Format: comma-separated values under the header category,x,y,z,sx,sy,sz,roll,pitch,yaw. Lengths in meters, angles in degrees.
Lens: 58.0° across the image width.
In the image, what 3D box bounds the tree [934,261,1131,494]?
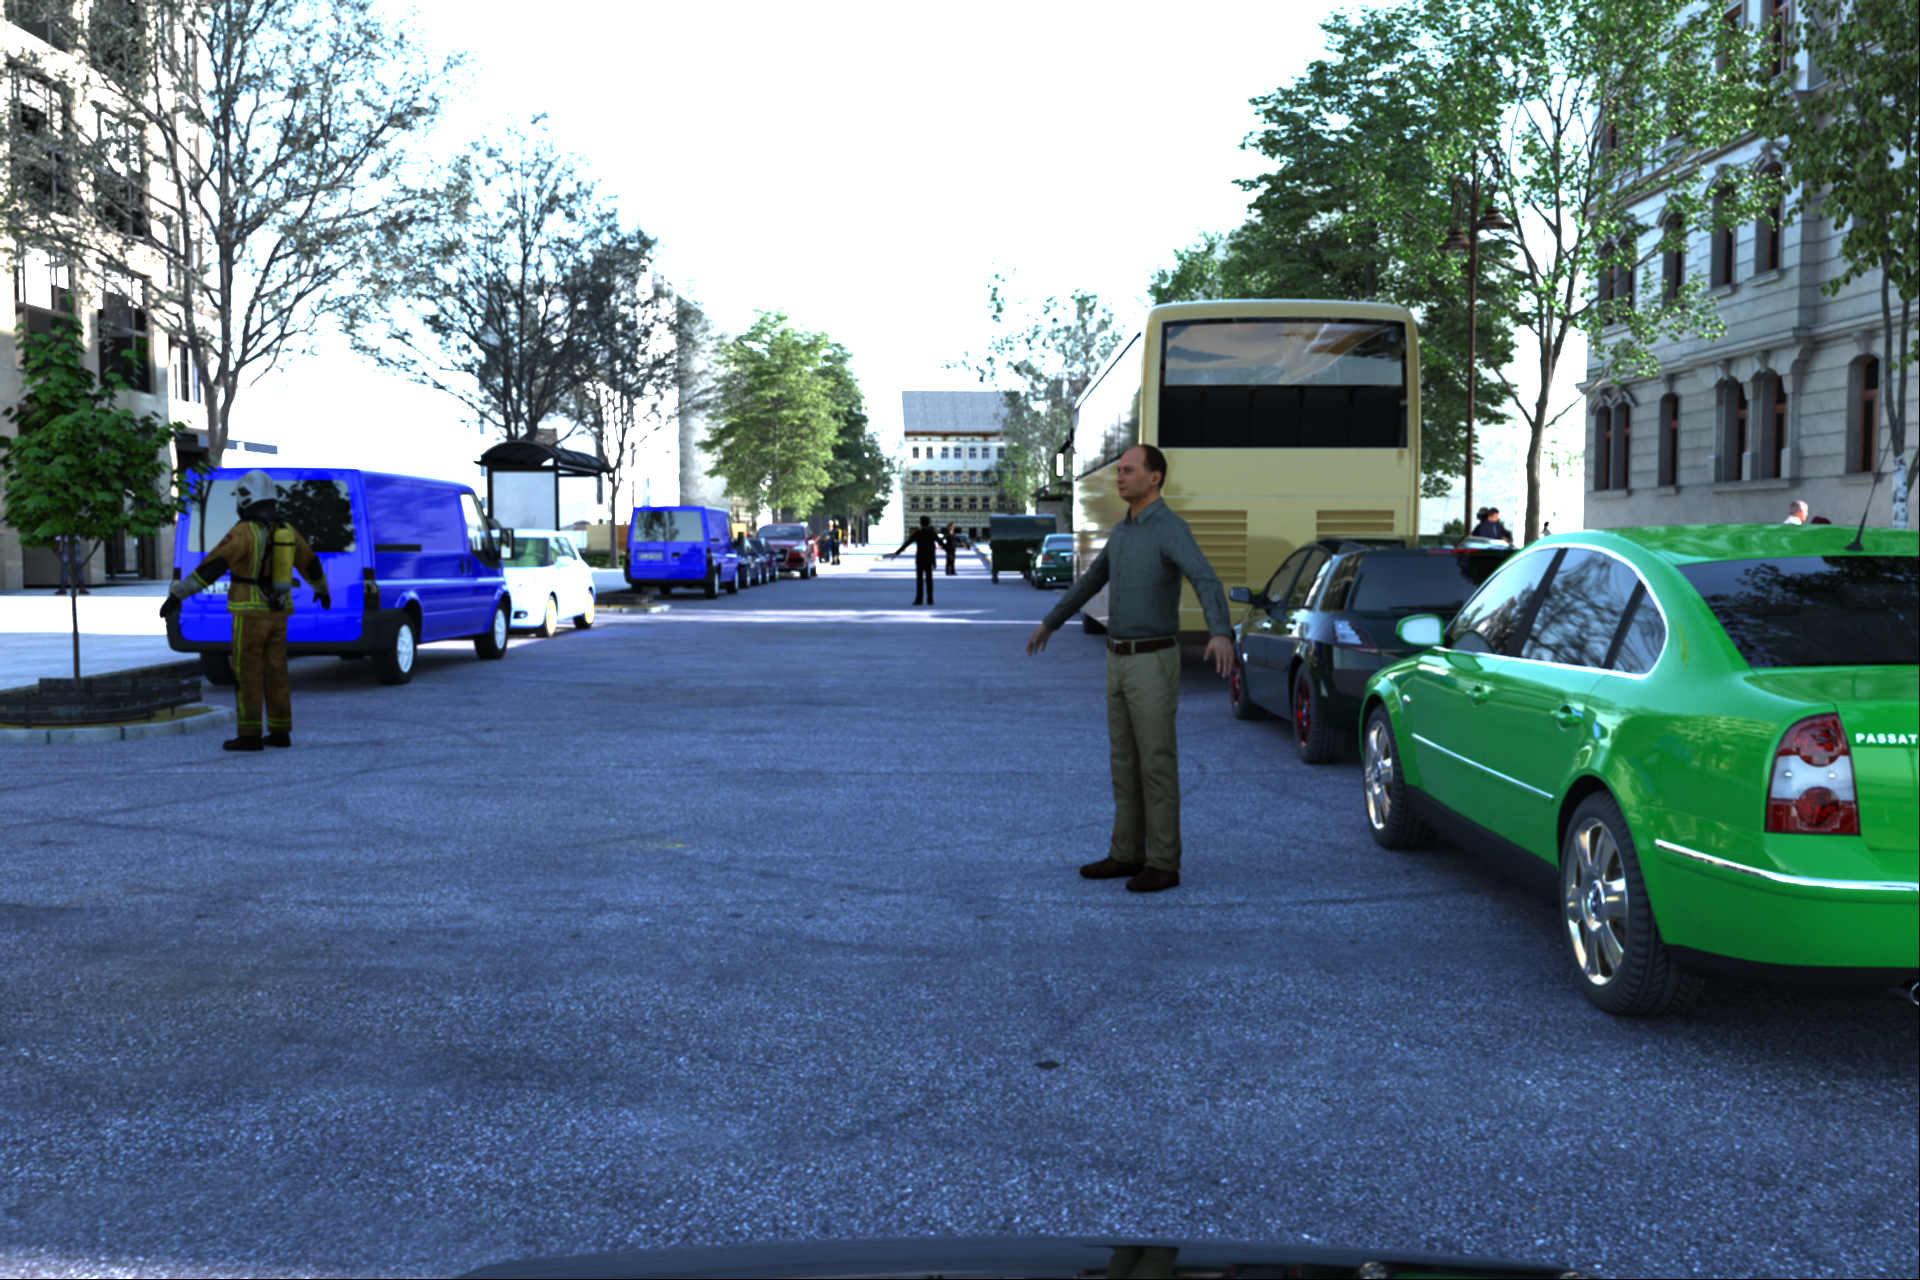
category,x,y,z,sx,sy,sz,roll,pitch,yaw
tree,4.708,-16.260,121.746,12.611,20.169,13.585,0,3,0

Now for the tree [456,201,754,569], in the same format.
category,x,y,z,sx,sy,sz,roll,pitch,yaw
tree,-12.744,-9.366,63.511,12.009,13.543,11.850,0,3,0

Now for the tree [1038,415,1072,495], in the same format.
category,x,y,z,sx,sy,sz,roll,pitch,yaw
tree,6.110,-9.615,107.566,4.360,8.622,3.978,0,3,0

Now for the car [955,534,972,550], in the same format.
category,x,y,z,sx,sy,sz,roll,pitch,yaw
car,0.077,-9.072,158.120,2.009,1.686,4.222,0,4,-1

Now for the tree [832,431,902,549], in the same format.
category,x,y,z,sx,sy,sz,roll,pitch,yaw
tree,-8.994,-13.115,148.845,8.767,10.594,7.601,0,4,5

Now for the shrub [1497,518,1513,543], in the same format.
category,x,y,z,sx,sy,sz,roll,pitch,yaw
shrub,20.042,-3.752,65.382,1.661,2.075,1.752,0,3,0

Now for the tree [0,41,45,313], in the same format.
category,x,y,z,sx,sy,sz,roll,pitch,yaw
tree,-12.373,-4.122,17.755,4.360,8.622,3.978,0,3,0

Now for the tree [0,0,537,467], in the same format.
category,x,y,z,sx,sy,sz,roll,pitch,yaw
tree,-12.239,-7.221,28.431,12.009,13.543,11.850,0,3,0

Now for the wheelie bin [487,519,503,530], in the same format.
category,x,y,z,sx,sy,sz,roll,pitch,yaw
wheelie bin,-9.661,-1.705,35.789,0.693,1.594,0.980,0,4,1

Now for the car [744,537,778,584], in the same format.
category,x,y,z,sx,sy,sz,roll,pitch,yaw
car,-6.358,-2.339,50.816,1.945,1.354,3.894,0,3,0

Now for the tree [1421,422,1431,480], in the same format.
category,x,y,z,sx,sy,sz,roll,pitch,yaw
tree,17.105,-8.594,74.924,7.601,10.594,8.767,1,4,13

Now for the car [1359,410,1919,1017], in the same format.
category,x,y,z,sx,sy,sz,roll,pitch,yaw
car,2.778,0.140,6.514,1.959,1.807,4.718,0,4,0

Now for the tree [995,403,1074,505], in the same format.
category,x,y,z,sx,sy,sz,roll,pitch,yaw
tree,6.563,-12.789,134.857,9.928,11.665,9.643,0,3,0

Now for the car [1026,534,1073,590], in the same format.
category,x,y,z,sx,sy,sz,roll,pitch,yaw
car,2.854,-2.102,46.164,2.131,1.459,4.920,0,3,0

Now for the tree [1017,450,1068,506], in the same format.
category,x,y,z,sx,sy,sz,roll,pitch,yaw
tree,6.135,-11.707,141.764,4.360,8.622,3.978,0,3,0

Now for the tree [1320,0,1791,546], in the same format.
category,x,y,z,sx,sy,sz,roll,pitch,yaw
tree,9.501,-6.262,28.137,9.928,11.665,9.643,0,3,0

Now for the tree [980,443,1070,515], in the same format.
category,x,y,z,sx,sy,sz,roll,pitch,yaw
tree,6.403,-13.980,162.978,8.767,10.594,7.601,-2,4,-24

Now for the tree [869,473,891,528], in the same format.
category,x,y,z,sx,sy,sz,roll,pitch,yaw
tree,-14.804,-21.664,260.857,9.857,13.997,8.962,0,3,0

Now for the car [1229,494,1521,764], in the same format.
category,x,y,z,sx,sy,sz,roll,pitch,yaw
car,2.977,-0.146,12.181,2.009,1.686,4.222,0,3,0

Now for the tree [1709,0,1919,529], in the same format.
category,x,y,z,sx,sy,sz,roll,pitch,yaw
tree,9.194,-4.035,16.327,4.737,8.622,4.395,0,3,0

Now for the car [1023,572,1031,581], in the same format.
category,x,y,z,sx,sy,sz,roll,pitch,yaw
car,2.938,-2.586,54.080,2.131,1.459,4.920,0,4,0

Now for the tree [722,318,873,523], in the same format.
category,x,y,z,sx,sy,sz,roll,pitch,yaw
tree,-9.606,-11.981,102.549,9.857,13.997,8.962,0,3,0

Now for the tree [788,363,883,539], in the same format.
category,x,y,z,sx,sy,sz,roll,pitch,yaw
tree,-8.951,-12.011,114.501,7.486,12.596,7.792,0,3,0

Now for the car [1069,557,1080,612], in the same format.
category,x,y,z,sx,sy,sz,roll,pitch,yaw
car,2.946,-1.118,30.280,2.014,1.417,4.499,0,4,0

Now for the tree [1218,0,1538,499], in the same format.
category,x,y,z,sx,sy,sz,roll,pitch,yaw
tree,8.863,-7.339,38.121,7.486,12.596,7.792,0,3,0

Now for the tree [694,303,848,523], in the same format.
category,x,y,z,sx,sy,sz,roll,pitch,yaw
tree,-9.265,-10.262,85.914,7.486,12.596,7.792,0,3,0

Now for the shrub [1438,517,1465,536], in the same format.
category,x,y,z,sx,sy,sz,roll,pitch,yaw
shrub,22.850,-4.639,79.885,1.661,2.075,1.752,0,3,0

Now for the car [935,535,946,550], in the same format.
category,x,y,z,sx,sy,sz,roll,pitch,yaw
car,-1.818,-7.720,138.588,2.083,1.381,4.827,0,4,0

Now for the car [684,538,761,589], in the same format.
category,x,y,z,sx,sy,sz,roll,pitch,yaw
car,-6.409,-2.093,46.808,1.945,1.354,3.894,0,4,0

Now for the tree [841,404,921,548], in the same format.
category,x,y,z,sx,sy,sz,roll,pitch,yaw
tree,-9.162,-15.486,163.560,12.009,13.543,11.850,0,3,0

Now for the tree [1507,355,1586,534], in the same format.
category,x,y,z,sx,sy,sz,roll,pitch,yaw
tree,23.980,-7.341,70.393,4.360,8.622,3.978,0,3,0

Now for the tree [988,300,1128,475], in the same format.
category,x,y,z,sx,sy,sz,roll,pitch,yaw
tree,6.264,-11.022,90.578,12.009,13.543,11.850,0,3,0

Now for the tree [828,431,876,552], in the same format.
category,x,y,z,sx,sy,sz,roll,pitch,yaw
tree,-9.624,-11.644,124.797,7.601,10.594,8.767,0,4,-7

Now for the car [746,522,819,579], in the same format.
category,x,y,z,sx,sy,sz,roll,pitch,yaw
car,-5.775,-2.932,56.615,2.281,1.827,5.304,0,4,0

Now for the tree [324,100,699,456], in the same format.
category,x,y,z,sx,sy,sz,roll,pitch,yaw
tree,-12.606,-8.508,49.478,12.009,13.543,11.850,0,3,0

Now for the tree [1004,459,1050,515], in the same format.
category,x,y,z,sx,sy,sz,roll,pitch,yaw
tree,6.450,-12.111,148.372,4.360,8.622,3.978,0,3,0

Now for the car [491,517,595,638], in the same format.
category,x,y,z,sx,sy,sz,roll,pitch,yaw
car,-6.453,-0.942,24.997,1.945,1.707,3.694,0,4,0

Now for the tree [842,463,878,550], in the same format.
category,x,y,z,sx,sy,sz,roll,pitch,yaw
tree,-9.400,-11.776,142.902,4.360,8.622,3.978,0,3,0

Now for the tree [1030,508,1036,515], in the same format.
category,x,y,z,sx,sy,sz,roll,pitch,yaw
tree,12.455,-19.036,261.600,4.737,8.622,4.395,0,3,0

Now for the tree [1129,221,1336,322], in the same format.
category,x,y,z,sx,sy,sz,roll,pitch,yaw
tree,8.865,-8.070,57.697,9.928,11.665,9.643,0,3,0
